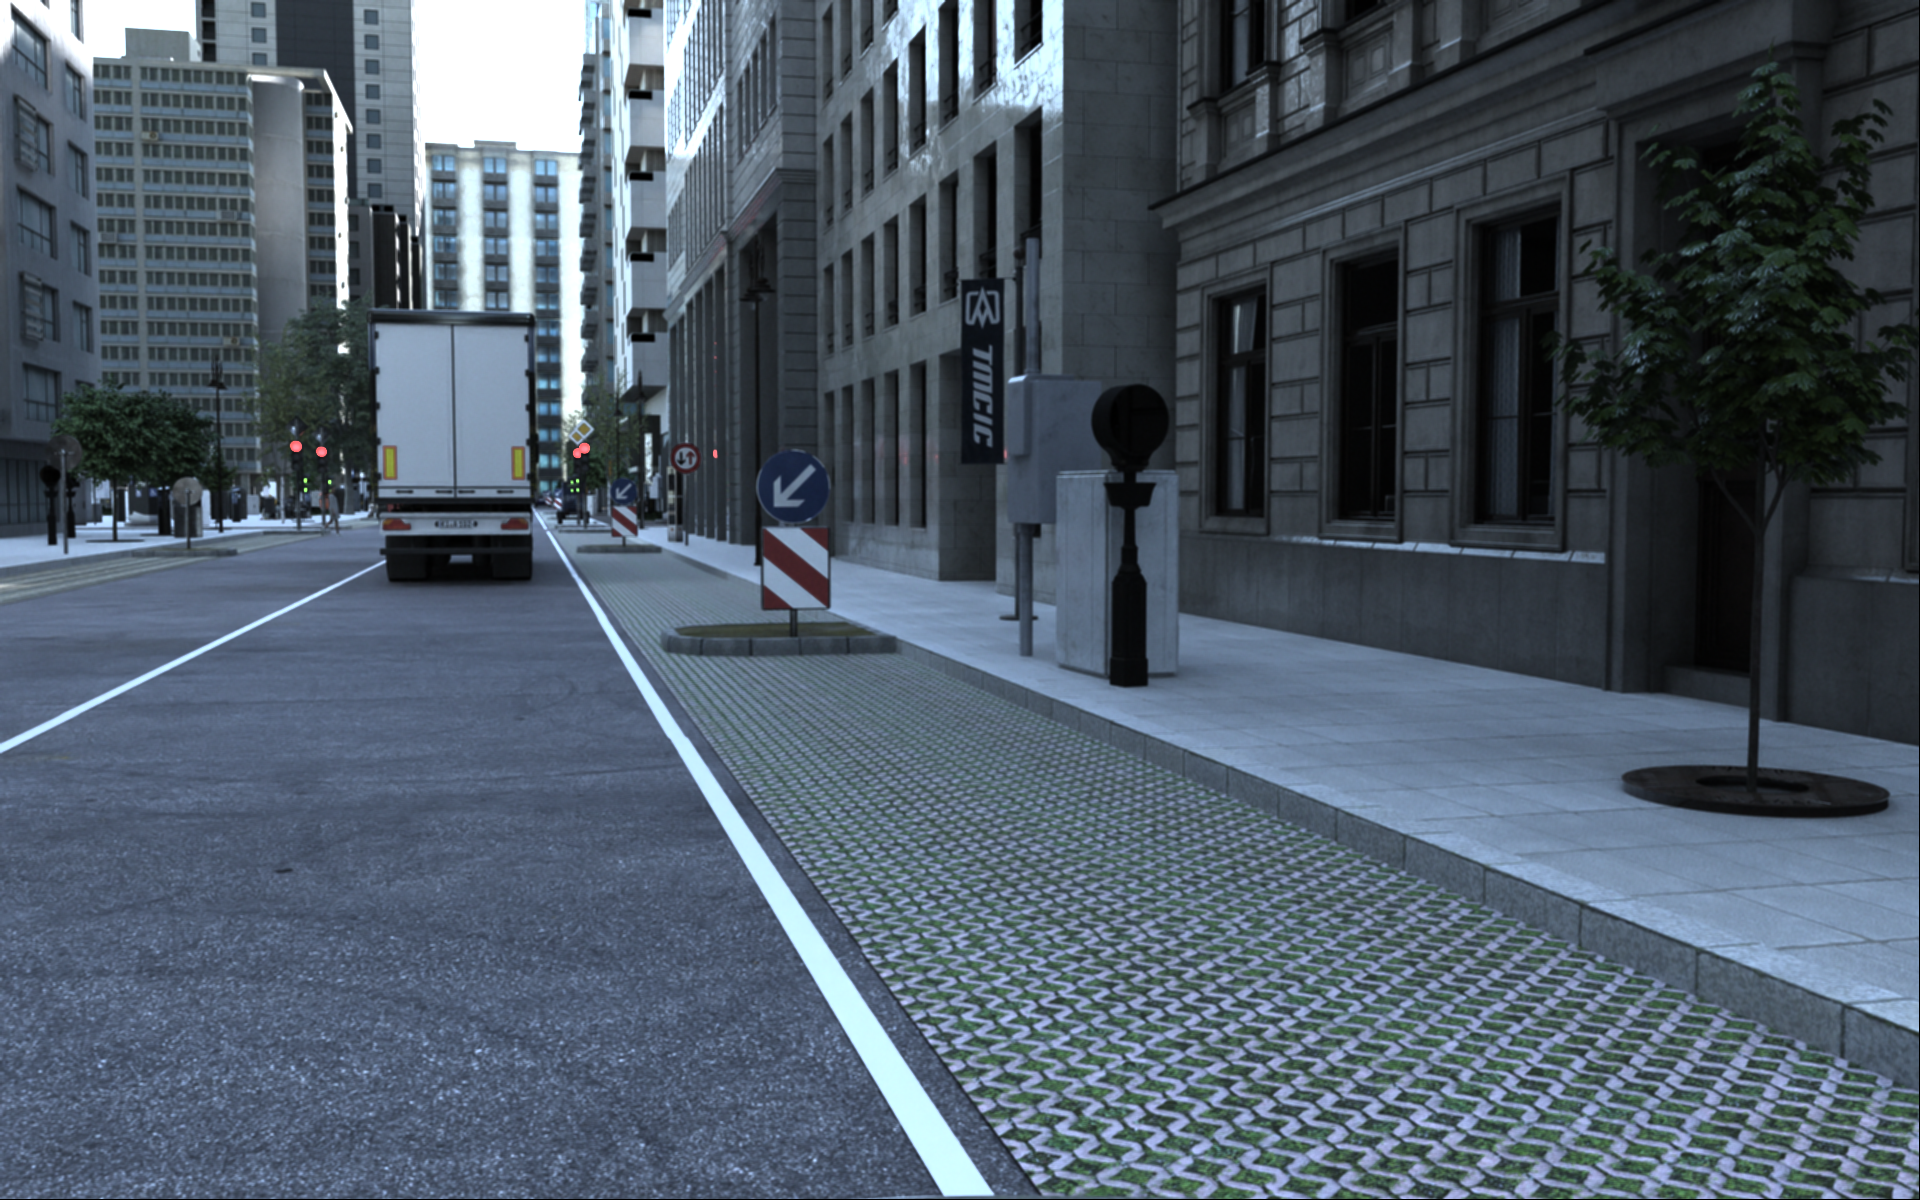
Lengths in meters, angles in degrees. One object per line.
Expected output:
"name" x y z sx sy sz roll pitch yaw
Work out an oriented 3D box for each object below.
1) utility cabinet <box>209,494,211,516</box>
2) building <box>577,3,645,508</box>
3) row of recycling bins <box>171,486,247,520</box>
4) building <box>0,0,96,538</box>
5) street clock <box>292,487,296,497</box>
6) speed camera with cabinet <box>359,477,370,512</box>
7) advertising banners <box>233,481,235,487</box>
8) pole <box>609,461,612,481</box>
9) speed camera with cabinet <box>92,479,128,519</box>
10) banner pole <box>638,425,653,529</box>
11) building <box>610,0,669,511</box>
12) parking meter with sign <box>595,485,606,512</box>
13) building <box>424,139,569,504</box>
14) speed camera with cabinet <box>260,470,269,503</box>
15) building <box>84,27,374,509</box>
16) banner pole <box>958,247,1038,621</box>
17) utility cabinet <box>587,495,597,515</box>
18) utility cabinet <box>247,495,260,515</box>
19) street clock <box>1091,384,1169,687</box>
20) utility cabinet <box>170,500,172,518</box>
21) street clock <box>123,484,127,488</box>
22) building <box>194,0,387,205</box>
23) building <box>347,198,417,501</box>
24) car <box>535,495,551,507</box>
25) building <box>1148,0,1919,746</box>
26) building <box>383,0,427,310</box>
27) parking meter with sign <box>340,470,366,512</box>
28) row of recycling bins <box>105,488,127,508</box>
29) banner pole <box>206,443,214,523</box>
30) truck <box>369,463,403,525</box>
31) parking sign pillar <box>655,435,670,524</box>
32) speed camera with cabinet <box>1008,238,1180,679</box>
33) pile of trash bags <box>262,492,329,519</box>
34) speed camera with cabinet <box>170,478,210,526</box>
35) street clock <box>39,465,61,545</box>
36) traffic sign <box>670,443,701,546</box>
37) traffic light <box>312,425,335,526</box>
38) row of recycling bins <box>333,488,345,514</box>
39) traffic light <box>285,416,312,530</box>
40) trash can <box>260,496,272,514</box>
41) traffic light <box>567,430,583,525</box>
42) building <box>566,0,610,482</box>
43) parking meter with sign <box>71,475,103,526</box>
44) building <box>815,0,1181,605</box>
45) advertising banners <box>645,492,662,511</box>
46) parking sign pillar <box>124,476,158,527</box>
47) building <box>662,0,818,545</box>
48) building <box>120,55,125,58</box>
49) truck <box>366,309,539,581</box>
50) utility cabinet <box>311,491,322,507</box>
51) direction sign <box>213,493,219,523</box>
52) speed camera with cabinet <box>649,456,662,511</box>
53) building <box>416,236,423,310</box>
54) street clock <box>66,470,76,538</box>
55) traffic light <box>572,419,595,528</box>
"utility cabinet" -44.073 -5.612 100.441 1.173 1.500 0.318 0 4 4
"building" -26.940 -33.996 175.449 23.786 49.044 30.456 -1 4 -14
"row of recycling bins" -37.612 -4.876 86.834 3.534 1.692 1.069 -3 4 -37
"building" -34.795 -22.544 52.188 14.086 41.232 14.154 -1 4 -14
"street clock" -52.689 -8.121 137.342 0.471 2.002 0.358 -1 4 -12
"speed camera with cabinet" -43.448 -8.028 125.594 0.660 3.252 2.038 0 4 2
"advertising banners" -57.480 -8.591 136.647 0.090 3.025 2.074 -2 4 -35
"pole" -21.309 -6.832 105.548 0.158 3.312 0.155 0 3 0
"speed camera with cabinet" -44.090 -5.866 90.239 2.038 3.252 0.660 0 4 2
"banner pole" -11.395 -4.458 62.898 0.401 3.779 0.863 -3 5 -44
"building" -11.813 -33.069 129.909 28.713 52.752 27.495 -1 4 -14
"parking meter with sign" -25.422 -7.635 121.085 1.738 3.016 0.543 2 4 29
"building" -63.181 -37.747 236.778 30.456 49.044 23.786 -1 4 -14
"speed camera with cabinet" -52.841 -8.403 131.730 0.660 3.252 2.038 -2 4 -27
"building" -66.195 -27.974 149.255 32.217 40.220 23.993 -1 4 -14
"banner pole" 0.384 -1.695 17.723 0.863 3.779 0.401 1 4 19
"utility cabinet" -22.263 -5.725 104.765 0.306 1.237 1.020 -2 4 -31
"utility cabinet" -43.016 -5.740 105.014 0.306 1.237 1.020 3 4 38
"street clock" 1.131 -0.427 11.552 0.471 2.002 0.358 -2 4 -26
"utility cabinet" -42.321 -5.126 92.496 0.318 1.500 1.173 -2 4 -28
"street clock" -58.868 -7.204 122.354 0.358 2.002 0.471 1 4 20
"building" -87.417 -48.290 227.796 20.611 71.187 20.563 -1 4 -14
"building" -61.519 -24.382 170.340 14.160 30.474 14.107 -1 4 -14
"car" -45.721 -10.841 189.826 1.945 1.354 3.894 -1 4 -14
"building" 9.006 -8.958 11.094 10.561 19.102 19.286 -1 4 -14
"building" -73.241 -46.653 201.030 20.611 71.187 20.563 -1 4 -14
"parking meter with sign" -43.274 -7.792 123.665 0.543 3.016 1.738 2 4 32
"row of recycling bins" -54.308 -6.410 111.911 1.069 1.692 3.534 -3 5 -42
"banner pole" -33.831 -5.397 78.250 0.401 3.779 0.863 1 4 12
"truck" -24.150 -5.371 76.728 2.839 4.237 11.283 -1 4 -12
"parking sign pillar" -12.498 -5.293 75.019 1.447 3.967 1.447 -2 4 -28
"speed camera with cabinet" 0.959 -1.136 12.907 0.660 3.252 2.038 -1 4 -18
"pile of trash bags" -34.497 -4.930 90.349 1.912 1.369 3.447 3 5 43
"speed camera with cabinet" -30.551 -4.544 68.627 0.660 3.252 2.038 0 4 6
"street clock" -22.849 -2.384 43.549 0.471 2.002 0.358 -2 4 -24
"traffic sign" -6.805 -2.627 43.057 0.768 2.556 0.104 0 4 -6
"traffic light" -25.653 -4.946 69.789 0.839 4.253 0.868 -1 4 -14
"row of recycling bins" -40.296 -6.457 112.677 1.069 1.692 3.534 -1 4 -10
"traffic light" -23.703 -4.472 62.045 0.839 4.253 0.868 -1 4 -14
"trash can" -42.934 -5.845 107.225 0.748 1.137 0.748 0 3 0
"traffic light" -15.947 -5.096 72.240 0.839 4.253 0.868 -1 4 -14
"building" -35.232 -54.554 204.635 22.319 86.520 31.000 -1 4 -14
"parking meter with sign" -39.127 -4.954 77.259 0.543 3.016 1.738 1 4 20
"building" 4.139 -10.625 28.466 10.420 20.320 16.860 -1 4 -14
"advertising banners" -15.793 -5.900 92.659 2.074 3.025 0.090 -1 4 -20
"parking sign pillar" -32.442 -4.909 68.742 1.447 3.967 1.447 2 4 31
"building" -2.008 -16.707 50.649 11.434 29.767 29.804 -1 4 -14
"building" -93.490 -34.986 195.714 21.600 48.544 21.300 -1 4 -14
"truck" -9.144 -2.630 31.912 2.839 4.237 11.283 -1 4 -15
"utility cabinet" -47.713 -7.302 128.068 0.318 1.500 1.173 2 4 26
"direction sign" -32.801 -5.165 76.449 0.379 3.537 0.876 -1 4 -22
"speed camera with cabinet" -15.282 -5.834 89.716 0.660 3.252 2.038 2 4 25
"building" -64.833 -25.256 184.640 14.160 30.474 14.107 -1 4 -14
"street clock" -25.961 -2.811 50.530 0.358 2.002 0.471 0 4 -7
"traffic light" -13.998 -4.622 64.496 0.839 4.253 0.868 -1 4 -14
